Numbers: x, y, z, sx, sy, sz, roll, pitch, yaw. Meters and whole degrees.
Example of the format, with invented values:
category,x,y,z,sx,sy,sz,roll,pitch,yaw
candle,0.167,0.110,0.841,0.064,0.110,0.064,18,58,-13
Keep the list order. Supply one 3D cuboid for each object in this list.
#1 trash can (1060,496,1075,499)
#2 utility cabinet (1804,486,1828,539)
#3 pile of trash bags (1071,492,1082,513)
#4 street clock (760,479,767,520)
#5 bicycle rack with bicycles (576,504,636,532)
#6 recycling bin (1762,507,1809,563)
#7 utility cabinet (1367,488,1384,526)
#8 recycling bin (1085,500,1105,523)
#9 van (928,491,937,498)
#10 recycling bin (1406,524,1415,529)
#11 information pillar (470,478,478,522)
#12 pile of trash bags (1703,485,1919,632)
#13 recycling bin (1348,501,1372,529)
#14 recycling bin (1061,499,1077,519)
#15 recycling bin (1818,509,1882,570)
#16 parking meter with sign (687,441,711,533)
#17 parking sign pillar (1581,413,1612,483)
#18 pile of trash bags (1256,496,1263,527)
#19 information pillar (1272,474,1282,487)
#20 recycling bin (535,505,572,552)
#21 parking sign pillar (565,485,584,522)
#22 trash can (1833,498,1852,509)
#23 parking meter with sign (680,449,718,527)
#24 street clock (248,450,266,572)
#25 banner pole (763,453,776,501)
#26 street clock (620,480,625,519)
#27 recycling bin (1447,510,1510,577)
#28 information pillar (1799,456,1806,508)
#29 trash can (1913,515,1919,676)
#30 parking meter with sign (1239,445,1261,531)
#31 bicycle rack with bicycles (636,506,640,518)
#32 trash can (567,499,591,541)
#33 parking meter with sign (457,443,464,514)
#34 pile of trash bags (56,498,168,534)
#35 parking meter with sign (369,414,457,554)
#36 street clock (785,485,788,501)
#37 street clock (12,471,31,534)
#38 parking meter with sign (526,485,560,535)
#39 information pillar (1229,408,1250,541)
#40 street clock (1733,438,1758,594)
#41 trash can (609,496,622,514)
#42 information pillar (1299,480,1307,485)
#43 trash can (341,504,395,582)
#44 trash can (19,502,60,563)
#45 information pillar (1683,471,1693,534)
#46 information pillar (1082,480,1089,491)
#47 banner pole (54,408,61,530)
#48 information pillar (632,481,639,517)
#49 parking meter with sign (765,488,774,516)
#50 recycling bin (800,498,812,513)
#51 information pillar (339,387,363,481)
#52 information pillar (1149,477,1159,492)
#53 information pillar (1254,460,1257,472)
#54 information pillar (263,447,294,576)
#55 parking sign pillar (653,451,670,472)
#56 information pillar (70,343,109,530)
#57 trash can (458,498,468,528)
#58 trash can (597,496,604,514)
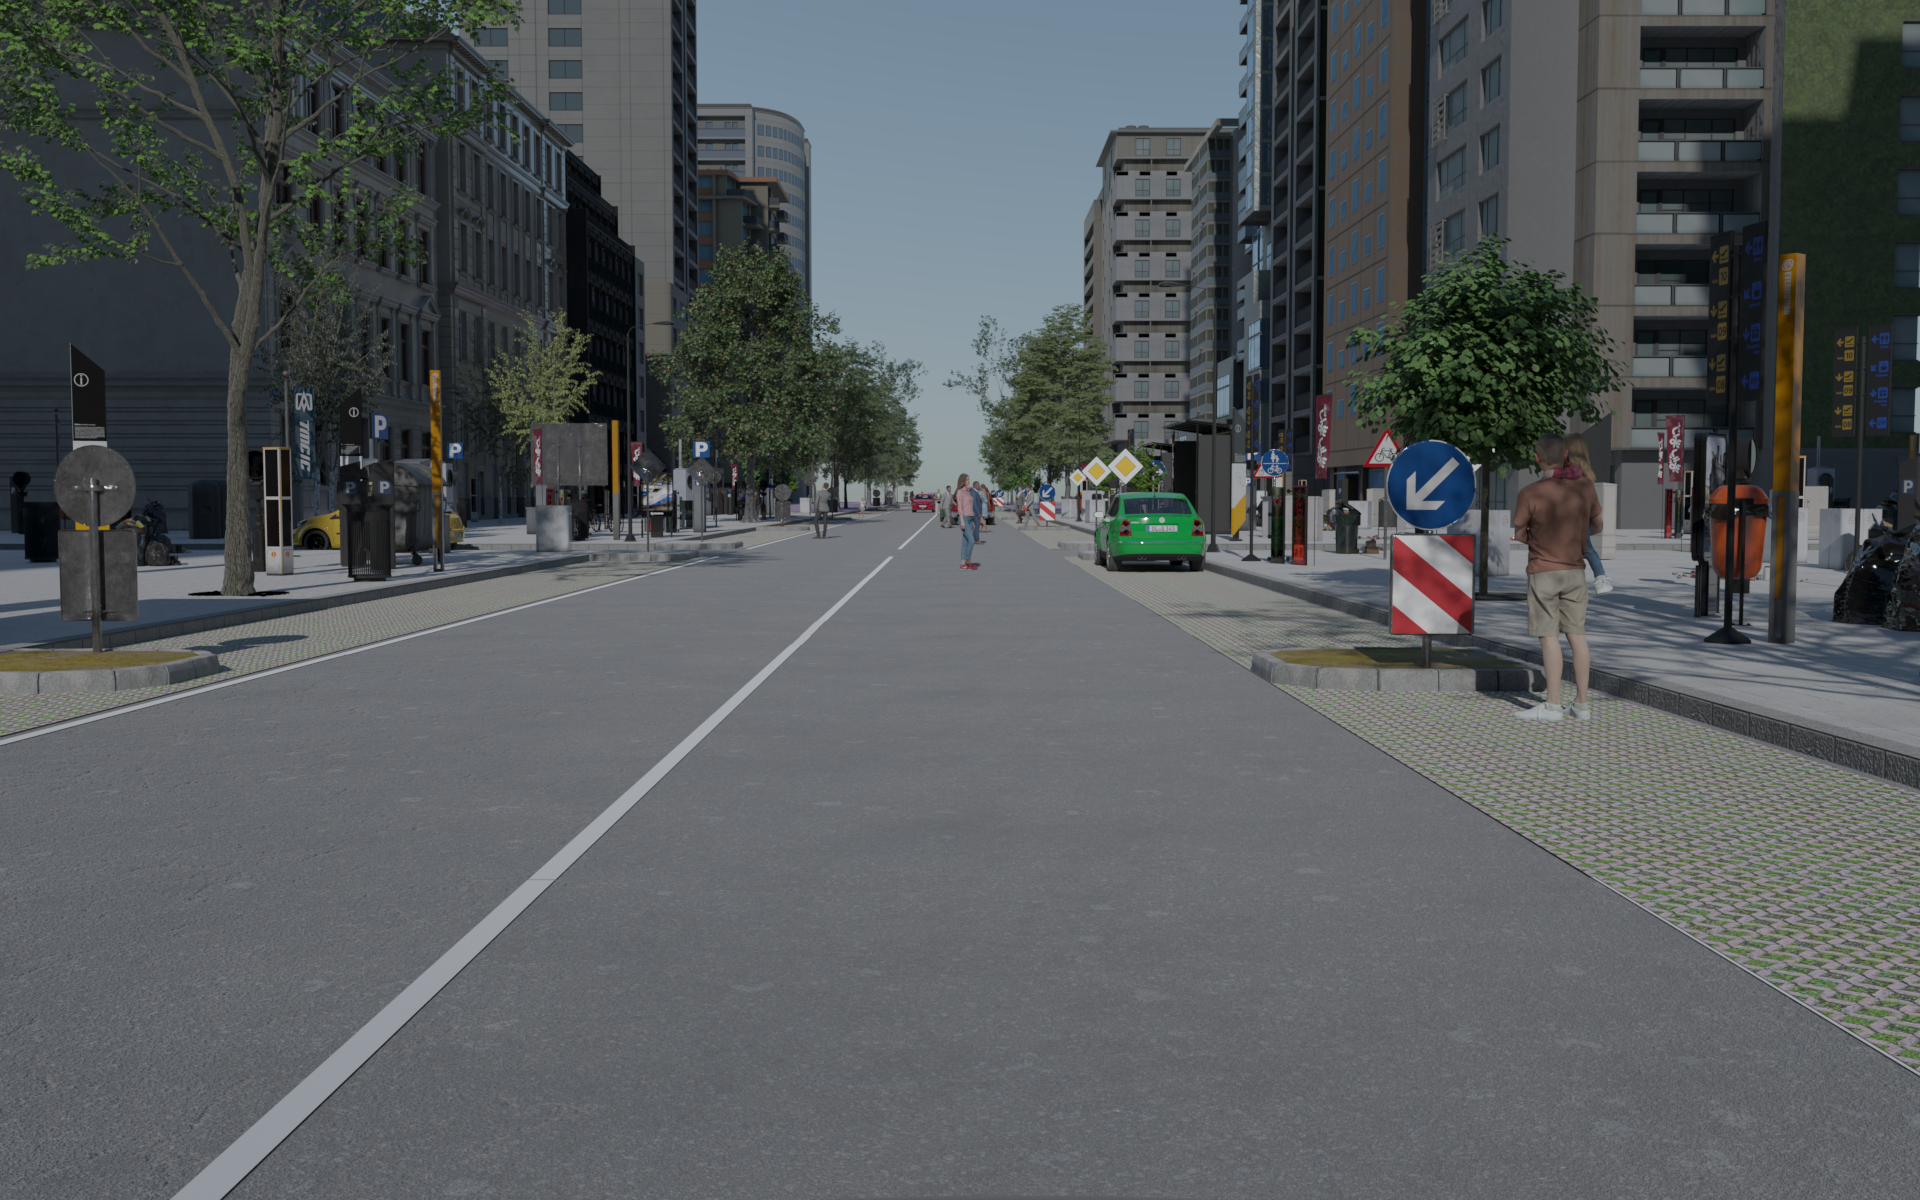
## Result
category,x,y,z,sx,sy,sz,roll,pitch,yaw
trash can,6.891,-6.173,112.585,0.748,1.137,0.748,0,3,0
utility cabinet,23.658,-2.438,48.544,1.173,1.500,0.318,2,4,23
pile of trash bags,8.111,-6.600,117.661,1.912,1.369,3.447,0,4,-6
street clock,-9.664,-4.934,85.235,0.358,2.002,0.471,1,4,16
bicycle rack with bicycles,-12.768,-2.762,58.534,2.852,0.926,2.925,-1,4,-23
recycling bin,15.372,-1.218,32.463,0.722,1.027,0.722,0,4,-4
utility cabinet,16.457,-3.657,68.479,0.318,1.500,1.173,3,4,38
recycling bin,5.961,-3.906,76.412,0.722,1.027,0.722,-1,4,-14
van,-4.391,-16.331,274.027,2.013,2.044,4.112,0,4,2
recycling bin,16.577,-3.153,64.109,0.722,1.027,0.722,2,4,23
information pillar,-22.262,-4.580,79.372,0.304,2.012,0.304,-1,4,-9
pile of trash bags,9.047,-0.430,16.778,3.447,1.369,1.912,1,4,13
recycling bin,14.576,-3.094,63.140,0.722,1.027,0.722,2,4,26
recycling bin,5.817,-4.802,91.068,0.722,1.027,0.722,-3,5,-40
recycling bin,15.210,-1.043,29.603,0.722,1.027,0.722,0,4,-5
parking meter with sign,-8.683,-3.764,57.799,0.543,3.016,1.738,-1,4,-13
parking sign pillar,20.989,-4.237,57.748,1.447,3.967,1.447,-1,4,-12
pile of trash bags,11.985,-3.602,68.643,3.447,1.369,1.912,1,4,22
information pillar,15.516,-5.705,84.625,0.504,3.616,0.183,-1,4,-10
recycling bin,-9.062,-1.596,38.655,0.722,1.027,0.722,0,4,-7
parking sign pillar,-17.514,-5.521,78.747,1.447,3.967,1.447,1,4,12
trash can,30.231,-2.927,59.516,0.748,1.137,0.748,0,3,0
parking meter with sign,-10.249,-4.323,66.946,1.738,3.016,0.543,0,4,4
street clock,-11.549,-1.464,28.514,0.471,2.002,0.358,0,4,-2
banner pole,-9.752,-5.993,87.998,0.863,3.779,0.401,1,4,13
street clock,-17.524,-5.220,89.918,0.358,2.002,0.471,0,4,-3
recycling bin,8.161,-0.900,27.277,0.722,1.027,0.722,-3,5,-39
information pillar,16.068,-1.769,33.416,0.304,2.012,0.304,0,4,-6
trash can,6.709,0.012,11.450,0.748,1.137,0.748,0,3,0
parking meter with sign,10.143,-3.949,60.829,0.543,3.016,1.738,1,4,19
bicycle rack with bicycles,-18.214,-4.926,93.920,2.925,0.926,2.852,0,4,-5
trash can,-10.530,-2.199,47.611,0.748,1.137,0.748,0,3,0
parking meter with sign,-17.124,-3.770,57.907,0.543,3.016,1.738,0,4,2
pile of trash bags,-27.511,-2.847,56.299,3.447,1.369,1.912,-1,4,-12
parking meter with sign,-11.885,-2.525,37.550,1.738,3.016,0.543,1,4,19
street clock,-9.701,-5.582,95.840,0.471,2.002,0.358,-1,4,-12
street clock,-29.857,-3.094,55.149,0.471,2.002,0.358,0,4,2
parking meter with sign,-13.302,-3.630,55.615,0.543,3.016,1.738,1,4,18
information pillar,7.582,-3.411,47.130,0.504,3.616,0.183,-3,4,-38
street clock,10.081,-1.086,22.325,0.358,2.002,0.471,3,5,41
trash can,-20.568,-5.615,103.460,0.748,1.137,0.748,0,3,0
information pillar,17.884,-5.259,90.475,0.304,2.012,0.304,-1,4,-22
trash can,-8.679,-0.843,25.438,0.748,1.137,0.748,0,3,0
trash can,-17.244,-1.278,32.541,0.748,1.137,0.748,0,3,0
information pillar,23.324,-3.106,55.276,0.304,2.012,0.304,-2,4,-27
information pillar,6.544,-5.252,90.357,0.304,2.012,0.304,2,4,25
banner pole,-26.209,-3.692,50.387,0.401,3.779,0.863,-1,4,-20
information pillar,-18.144,-5.648,96.838,0.304,2.012,0.304,0,4,-2
parking meter with sign,-11.401,-6.562,103.552,0.543,3.016,1.738,-1,4,-22
recycling bin,-10.216,-6.249,114.730,0.722,1.027,0.722,0,4,-1
information pillar,-13.304,-2.848,37.927,0.504,3.616,0.183,0,4,2
information pillar,6.602,-3.354,59.332,0.304,2.012,0.304,-3,5,-44
information pillar,13.064,-5.275,77.593,0.504,3.616,0.183,2,4,25
information pillar,-10.719,-1.391,27.241,0.304,2.012,0.304,1,4,15
parking sign pillar,-18.673,-7.345,108.566,1.447,3.967,1.447,2,4,29
information pillar,-13.633,-2.188,27.124,0.504,3.616,0.183,-2,4,-30
trash can,-18.177,-3.125,62.748,0.748,1.137,0.748,0,3,0
trash can,-21.854,-5.776,106.095,0.748,1.137,0.748,0,3,0
